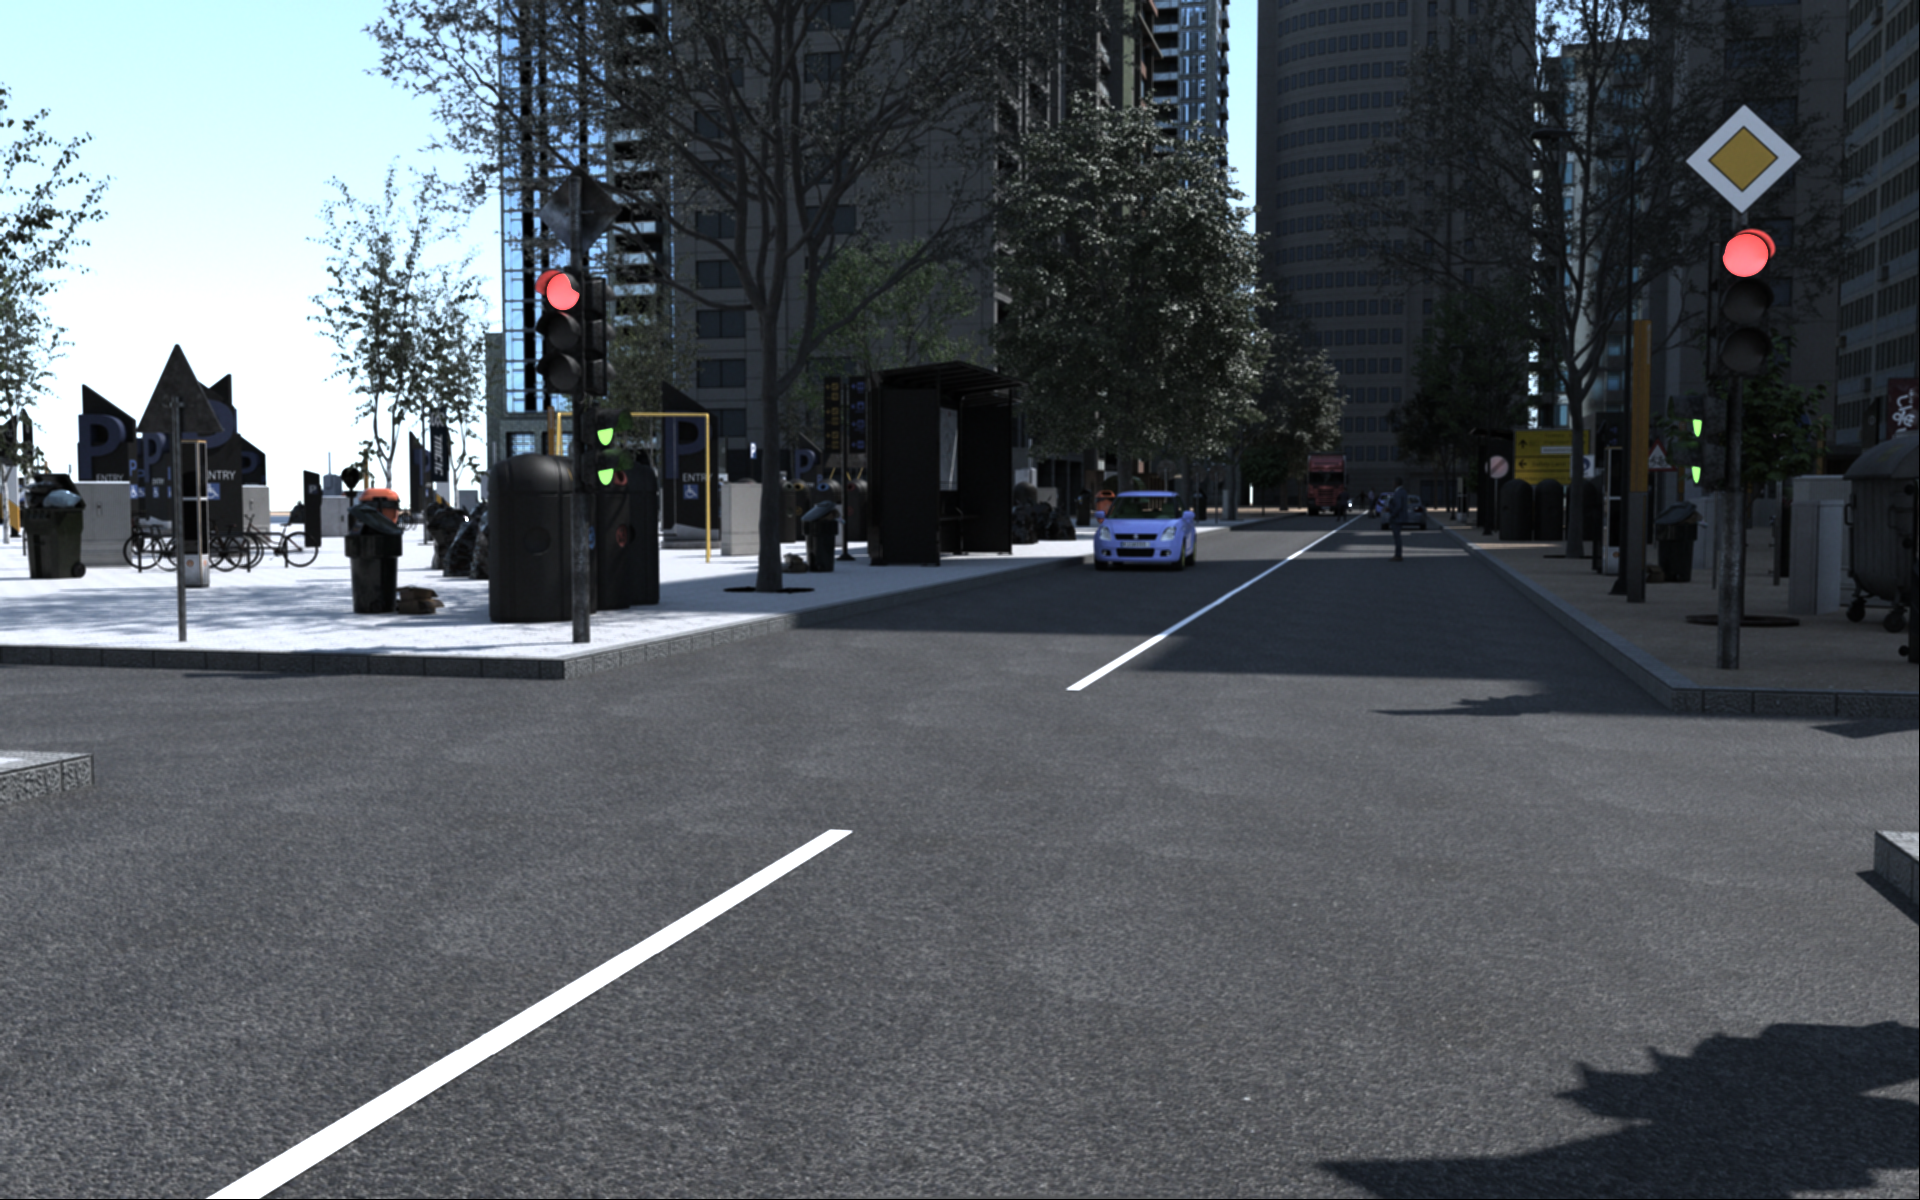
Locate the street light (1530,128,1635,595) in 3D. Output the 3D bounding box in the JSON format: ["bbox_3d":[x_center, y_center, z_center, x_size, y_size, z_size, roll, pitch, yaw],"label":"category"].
[{"bbox_3d":[7.933,-3.028,22.057,1.470,5.913,1.316,1,4,14],"label":"street light"}]

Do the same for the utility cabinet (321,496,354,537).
[{"bbox_3d":[-18.600,-2.472,51.584,1.020,1.237,0.306,-1,4,-21],"label":"utility cabinet"}]

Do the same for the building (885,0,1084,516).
[{"bbox_3d":[-3.442,-40.576,101.671,20.563,71.187,20.611,1,4,14],"label":"building"}]

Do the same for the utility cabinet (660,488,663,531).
[{"bbox_3d":[-9.930,-3.086,59.134,0.318,1.500,1.173,0,4,8],"label":"utility cabinet"}]

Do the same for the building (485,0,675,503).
[{"bbox_3d":[-26.017,-51.288,151.226,31.000,86.520,22.319,1,4,14],"label":"building"}]

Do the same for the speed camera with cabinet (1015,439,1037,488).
[{"bbox_3d":[2.684,-4.178,62.641,0.660,3.252,2.038,2,4,29],"label":"speed camera with cabinet"}]

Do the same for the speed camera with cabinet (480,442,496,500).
[{"bbox_3d":[-17.693,-4.398,66.251,0.660,3.252,2.038,0,4,8],"label":"speed camera with cabinet"}]

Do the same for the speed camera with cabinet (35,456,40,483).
[{"bbox_3d":[-48.130,-5.882,90.514,0.660,3.252,2.038,-1,4,-12],"label":"speed camera with cabinet"}]

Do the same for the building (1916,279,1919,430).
[{"bbox_3d":[31.451,-23.744,38.318,14.600,45.320,14.200,1,4,14],"label":"building"}]

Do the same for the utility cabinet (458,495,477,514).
[{"bbox_3d":[-23.527,-4.358,82.422,1.020,1.237,0.306,-1,4,-9],"label":"utility cabinet"}]

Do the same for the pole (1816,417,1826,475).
[{"bbox_3d":[22.711,-3.173,45.722,0.158,3.312,0.155,0,3,0],"label":"pole"}]

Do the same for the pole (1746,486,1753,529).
[{"bbox_3d":[29.093,-4.276,63.751,0.158,3.312,0.155,0,3,0],"label":"pole"}]

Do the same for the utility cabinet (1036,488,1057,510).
[{"bbox_3d":[2.681,-3.081,59.057,1.173,1.500,0.318,-1,4,-12],"label":"utility cabinet"}]

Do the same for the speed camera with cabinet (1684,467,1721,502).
[{"bbox_3d":[22.538,-3.550,52.375,0.660,3.252,2.038,3,5,43],"label":"speed camera with cabinet"}]

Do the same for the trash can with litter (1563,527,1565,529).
[{"bbox_3d":[21.598,-2.999,60.422,1.055,1.170,0.624,-2,4,-29],"label":"trash can with litter"}]

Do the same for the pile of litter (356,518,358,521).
[{"bbox_3d":[-19.468,-2.578,56.111,1.176,0.858,1.719,1,4,16],"label":"pile of litter"}]

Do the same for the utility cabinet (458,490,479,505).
[{"bbox_3d":[-25.438,-4.932,89.309,1.173,1.500,0.318,-1,4,-15],"label":"utility cabinet"}]

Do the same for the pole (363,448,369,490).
[{"bbox_3d":[-26.461,-5.097,77.185,0.158,3.312,0.155,0,3,0],"label":"pole"}]

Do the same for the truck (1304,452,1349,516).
[{"bbox_3d":[24.794,-7.841,117.115,2.839,4.237,11.283,1,4,12],"label":"truck"}]

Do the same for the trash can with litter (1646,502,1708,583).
[{"bbox_3d":[10.257,-0.839,25.108,1.055,1.170,0.624,-2,4,-30],"label":"trash can with litter"}]

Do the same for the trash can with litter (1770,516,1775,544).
[{"bbox_3d":[13.249,-0.958,27.054,1.055,1.170,0.624,1,4,17],"label":"trash can with litter"}]

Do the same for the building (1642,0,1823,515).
[{"bbox_3d":[50.572,-34.048,98.688,21.231,58.520,28.212,1,4,14],"label":"building"}]

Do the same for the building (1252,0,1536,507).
[{"bbox_3d":[46.461,-39.482,187.524,28.212,58.520,21.231,1,4,14],"label":"building"}]

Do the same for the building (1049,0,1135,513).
[{"bbox_3d":[4.012,-26.683,119.864,14.154,41.232,14.086,1,4,14],"label":"building"}]

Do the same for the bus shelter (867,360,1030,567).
[{"bbox_3d":[-0.119,-2.594,33.699,1.731,3.624,6.357,1,4,14],"label":"bus shelter"}]

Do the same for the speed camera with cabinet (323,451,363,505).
[{"bbox_3d":[-28.542,-5.262,80.372,2.038,3.252,0.660,1,4,19],"label":"speed camera with cabinet"}]

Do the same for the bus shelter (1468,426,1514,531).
[{"bbox_3d":[19.455,-4.382,62.921,1.731,3.624,6.357,1,4,14],"label":"bus shelter"}]

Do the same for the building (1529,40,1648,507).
[{"bbox_3d":[75.171,-34.379,181.710,30.456,49.044,23.786,1,4,14],"label":"building"}]

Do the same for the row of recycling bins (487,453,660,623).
[{"bbox_3d":[-4.185,-0.719,18.862,1.069,1.692,3.534,1,4,9],"label":"row of recycling bins"}]

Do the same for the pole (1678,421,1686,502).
[{"bbox_3d":[20.297,-3.357,48.731,0.158,3.312,0.155,0,3,0],"label":"pole"}]

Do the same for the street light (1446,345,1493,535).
[{"bbox_3d":[15.917,-4.978,53.934,1.470,5.913,1.316,1,4,14],"label":"street light"}]

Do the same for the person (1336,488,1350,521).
[{"bbox_3d":[20.212,-5.048,91.478,0.683,1.767,0.568,0,4,2],"label":"person"}]

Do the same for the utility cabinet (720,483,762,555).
[{"bbox_3d":[-4.474,-1.679,36.124,0.318,1.500,1.173,3,4,38],"label":"utility cabinet"}]

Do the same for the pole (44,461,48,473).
[{"bbox_3d":[-55.821,-6.851,105.864,0.158,3.312,0.155,0,3,0],"label":"pole"}]

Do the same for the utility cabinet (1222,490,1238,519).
[{"bbox_3d":[13.604,-4.809,87.309,0.318,1.500,1.173,2,4,33],"label":"utility cabinet"}]

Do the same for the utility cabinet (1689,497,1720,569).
[{"bbox_3d":[12.815,-1.147,29.912,0.306,1.237,1.020,2,4,33],"label":"utility cabinet"}]

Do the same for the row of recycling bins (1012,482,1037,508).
[{"bbox_3d":[0.812,-3.092,57.669,3.534,1.692,1.069,0,4,0],"label":"row of recycling bins"}]

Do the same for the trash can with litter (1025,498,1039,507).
[{"bbox_3d":[2.420,-2.461,51.628,1.055,1.170,0.624,2,4,28],"label":"trash can with litter"}]

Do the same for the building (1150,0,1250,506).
[{"bbox_3d":[17.002,-53.920,194.261,31.000,86.520,22.319,1,4,14],"label":"building"}]

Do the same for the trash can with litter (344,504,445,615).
[{"bbox_3d":[-6.089,-0.447,18.702,1.055,1.170,0.624,1,4,14],"label":"trash can with litter"}]

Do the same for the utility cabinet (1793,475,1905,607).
[{"bbox_3d":[10.181,-0.683,19.840,0.318,1.500,1.173,-3,5,-42],"label":"utility cabinet"}]

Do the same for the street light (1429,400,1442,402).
[{"bbox_3d":[23.848,-6.912,85.549,1.470,5.913,1.316,1,4,14],"label":"street light"}]

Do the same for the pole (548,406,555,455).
[{"bbox_3d":[-9.514,-2.846,40.378,0.158,3.312,0.155,0,3,0],"label":"pole"}]

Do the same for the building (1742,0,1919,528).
[{"bbox_3d":[46.946,-22.666,62.474,32.217,40.220,23.993,1,4,14],"label":"building"}]

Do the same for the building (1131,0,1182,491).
[{"bbox_3d":[3.313,-30.078,146.406,28.867,44.769,22.147,1,4,14],"label":"building"}]

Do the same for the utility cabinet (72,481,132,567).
[{"bbox_3d":[-15.042,-1.308,30.068,1.173,1.500,0.318,-2,4,-25],"label":"utility cabinet"}]

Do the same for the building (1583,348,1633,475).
[{"bbox_3d":[59.467,-49.749,126.072,22.319,86.520,31.000,1,4,14],"label":"building"}]

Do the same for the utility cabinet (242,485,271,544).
[{"bbox_3d":[-18.165,-2.163,44.045,0.318,1.500,1.173,3,5,40],"label":"utility cabinet"}]

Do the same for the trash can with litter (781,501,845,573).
[{"bbox_3d":[-2.448,-1.038,28.357,1.055,1.170,0.624,-3,5,-42],"label":"trash can with litter"}]

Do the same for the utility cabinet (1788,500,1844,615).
[{"bbox_3d":[9.254,-0.464,18.742,0.306,1.237,1.020,3,5,40],"label":"utility cabinet"}]

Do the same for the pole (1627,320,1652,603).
[{"bbox_3d":[8.003,-1.624,20.400,0.158,3.312,0.155,0,3,0],"label":"pole"}]

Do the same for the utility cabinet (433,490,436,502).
[{"bbox_3d":[-25.388,-4.593,83.782,1.173,1.500,0.318,-3,5,-44],"label":"utility cabinet"}]

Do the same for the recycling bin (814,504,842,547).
[{"bbox_3d":[-3.168,-1.805,42.072,0.722,1.027,0.722,0,4,-5],"label":"recycling bin"}]
